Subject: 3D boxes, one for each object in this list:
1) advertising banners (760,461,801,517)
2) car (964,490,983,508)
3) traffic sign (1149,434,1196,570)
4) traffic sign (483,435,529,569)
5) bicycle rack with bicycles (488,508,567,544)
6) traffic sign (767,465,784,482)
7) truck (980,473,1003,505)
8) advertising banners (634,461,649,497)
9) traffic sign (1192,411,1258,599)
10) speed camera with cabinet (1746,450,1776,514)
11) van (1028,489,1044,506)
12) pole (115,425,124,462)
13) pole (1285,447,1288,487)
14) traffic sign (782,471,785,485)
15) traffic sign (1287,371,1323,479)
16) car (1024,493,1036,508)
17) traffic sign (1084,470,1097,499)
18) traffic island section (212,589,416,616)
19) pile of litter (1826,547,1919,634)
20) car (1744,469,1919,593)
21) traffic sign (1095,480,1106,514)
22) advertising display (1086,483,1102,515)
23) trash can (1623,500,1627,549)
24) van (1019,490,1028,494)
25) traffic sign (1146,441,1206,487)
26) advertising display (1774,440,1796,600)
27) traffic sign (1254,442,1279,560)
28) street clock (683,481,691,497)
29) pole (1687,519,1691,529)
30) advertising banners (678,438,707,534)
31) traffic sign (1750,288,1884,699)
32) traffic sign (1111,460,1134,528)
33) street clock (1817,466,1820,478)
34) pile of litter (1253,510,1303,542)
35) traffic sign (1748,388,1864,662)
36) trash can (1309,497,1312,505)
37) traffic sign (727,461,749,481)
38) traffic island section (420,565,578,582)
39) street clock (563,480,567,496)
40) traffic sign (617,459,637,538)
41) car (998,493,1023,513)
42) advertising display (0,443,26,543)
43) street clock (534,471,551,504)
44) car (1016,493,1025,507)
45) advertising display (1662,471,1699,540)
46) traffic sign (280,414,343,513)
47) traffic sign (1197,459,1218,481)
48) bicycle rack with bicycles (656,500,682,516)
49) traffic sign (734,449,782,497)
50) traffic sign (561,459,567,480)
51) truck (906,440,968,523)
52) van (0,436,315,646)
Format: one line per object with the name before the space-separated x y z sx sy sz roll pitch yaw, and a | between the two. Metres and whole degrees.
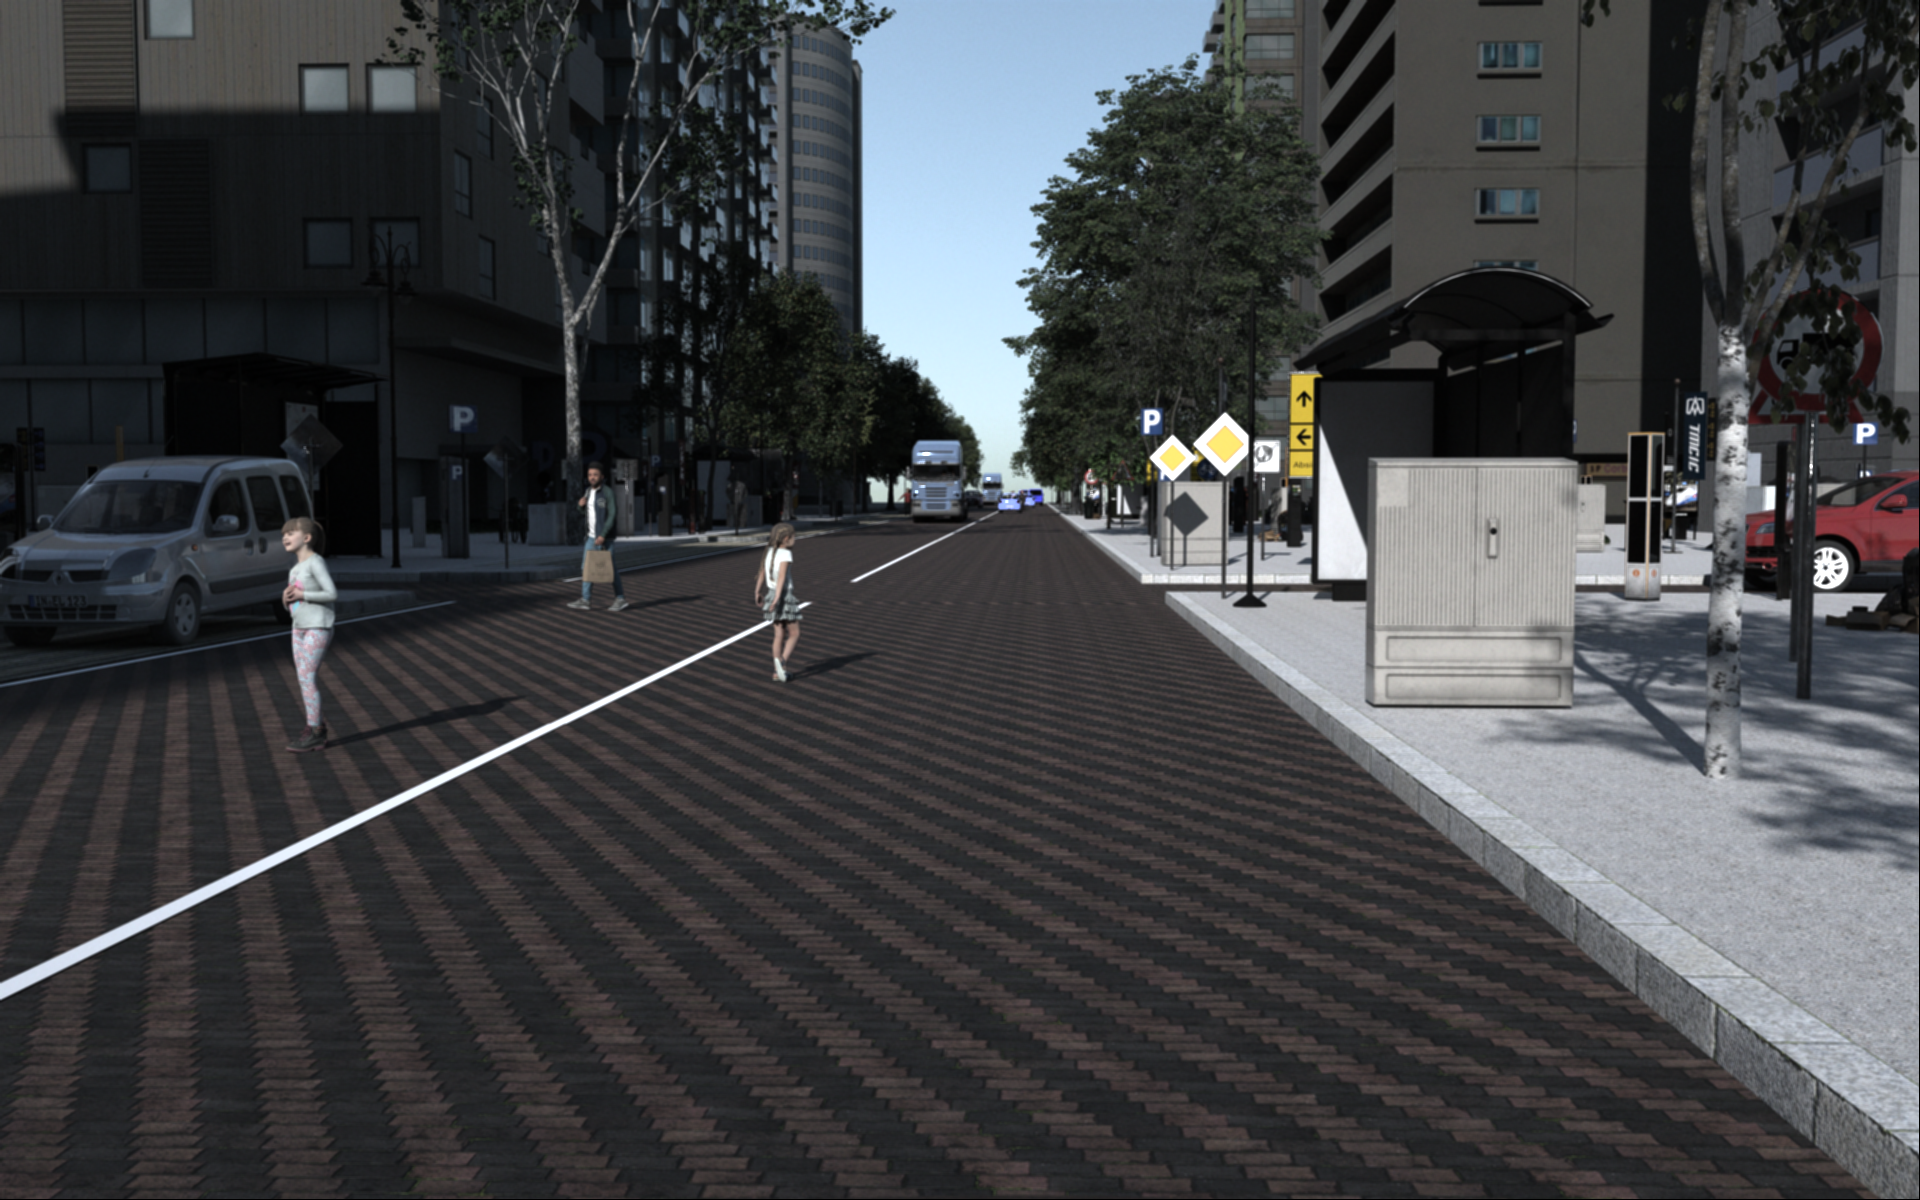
advertising banners | -9.497 -5.902 92.691 2.074 3.025 0.090 -1 4 -13
car | 1.246 -10.270 176.590 2.281 1.827 5.304 0 4 4
traffic sign | 3.569 -1.559 29.139 0.795 2.450 0.064 0 4 2
traffic sign | -7.764 -1.590 29.643 0.795 2.450 0.064 0 4 2
bicycle rack with bicycles | -11.184 -1.976 45.684 2.852 0.926 2.925 0 4 -5
traffic sign | -8.040 -4.615 75.554 0.768 2.556 0.104 0 4 3
truck | 4.515 -14.664 229.508 2.967 4.110 18.799 0 4 3
advertising banners | -17.406 -5.893 92.533 2.074 3.025 0.090 2 4 28
traffic sign | 3.227 -1.071 21.161 0.795 2.450 0.064 0 4 2
speed camera with cabinet | 16.633 -2.559 36.170 0.660 3.252 2.038 0 4 0
van | 9.251 -12.800 213.660 2.240 2.365 5.245 0 4 1
pole | -24.950 -3.526 51.493 0.158 3.312 0.155 0 3 0
pole | 14.062 -4.929 74.428 0.158 3.312 0.155 0 3 0
traffic sign | -9.455 -5.730 93.791 0.768 2.556 0.104 0 4 8
traffic sign | 6.550 -2.125 28.616 2.265 3.308 0.079 1 4 10
car | 6.887 -10.352 178.850 1.945 1.707 3.694 0 4 2
traffic sign | 6.835 -5.494 89.934 0.768 2.556 0.104 0 4 5
traffic island section | -8.130 0.034 21.728 2.009 0.180 2.903 0 4 2
pile of litter | 8.945 -0.145 16.329 1.176 0.858 1.719 0 4 2
car | 13.948 -1.028 25.479 5.304 1.827 2.281 0 4 1
traffic sign | 7.325 -5.546 90.681 0.884 2.594 0.081 1 4 9
advertising display | 7.214 -5.378 93.138 0.974 1.923 0.123 3 5 40
trash can | 15.130 -1.645 38.542 0.748 1.137 0.748 0 3 0
van | 9.549 -15.255 253.797 2.240 2.365 5.245 0 4 4
traffic sign | 8.147 -4.376 65.427 2.265 3.308 0.079 0 4 6
advertising display | 10.171 -0.977 21.184 0.123 1.923 0.974 3 5 41
traffic sign | 5.859 -1.916 33.463 0.606 2.300 0.079 1 4 9
street clock | -14.733 -5.455 93.765 0.358 2.002 0.471 2 4 30
pole | 26.832 -4.279 63.802 0.158 3.312 0.155 0 3 0
advertising banners | -8.581 -3.625 55.459 0.090 3.025 2.074 1 4 16
traffic sign | 5.286 -0.652 10.774 0.768 2.556 0.104 1 4 11
traffic sign | 6.148 -4.001 65.428 0.884 2.594 0.081 1 4 12
street clock | 21.425 -2.384 43.556 0.358 2.002 0.471 1 4 13
pile of litter | 8.651 -2.034 47.228 1.719 0.858 1.176 -2 4 -24
traffic sign | 6.378 -0.805 13.172 0.884 2.594 0.081 0 4 6
trash can | 16.978 -4.336 82.542 0.748 1.137 0.748 0 3 0
traffic sign | -8.871 -4.224 69.066 0.884 2.594 0.081 0 4 5
traffic island section | -7.788 -0.454 29.706 2.009 0.180 2.903 0 4 2
street clock | -14.943 -3.778 66.339 0.471 2.002 0.358 2 4 32
traffic sign | -9.708 -2.959 50.502 0.606 2.300 0.079 0 4 3
car | 3.794 -7.402 130.610 1.945 1.707 3.694 0 4 4
advertising display | -12.310 -1.029 22.036 0.974 1.923 0.123 1 4 18
street clock | -13.090 -3.044 54.340 0.471 2.002 0.358 -3 5 -44
car | 6.263 -11.022 189.808 1.945 1.707 3.694 0 4 2
advertising display | 20.122 -2.641 48.400 0.974 1.923 0.123 0 4 2
traffic sign | -8.106 -1.102 21.665 0.795 2.450 0.064 0 4 2
traffic sign | 8.831 -3.774 61.803 0.768 2.556 0.104 1 4 8
bicycle rack with bicycles | -17.121 -5.511 103.491 2.852 0.926 2.925 3 5 40
traffic sign | -9.174 -5.185 78.654 2.265 3.308 0.079 1 4 10
traffic sign | -11.222 -2.934 50.099 0.606 2.300 0.079 0 4 4
truck | -0.950 -6.301 92.779 2.967 4.110 18.799 0 4 1
van | -8.042 -0.647 17.590 2.013 2.044 4.112 0 4 2
